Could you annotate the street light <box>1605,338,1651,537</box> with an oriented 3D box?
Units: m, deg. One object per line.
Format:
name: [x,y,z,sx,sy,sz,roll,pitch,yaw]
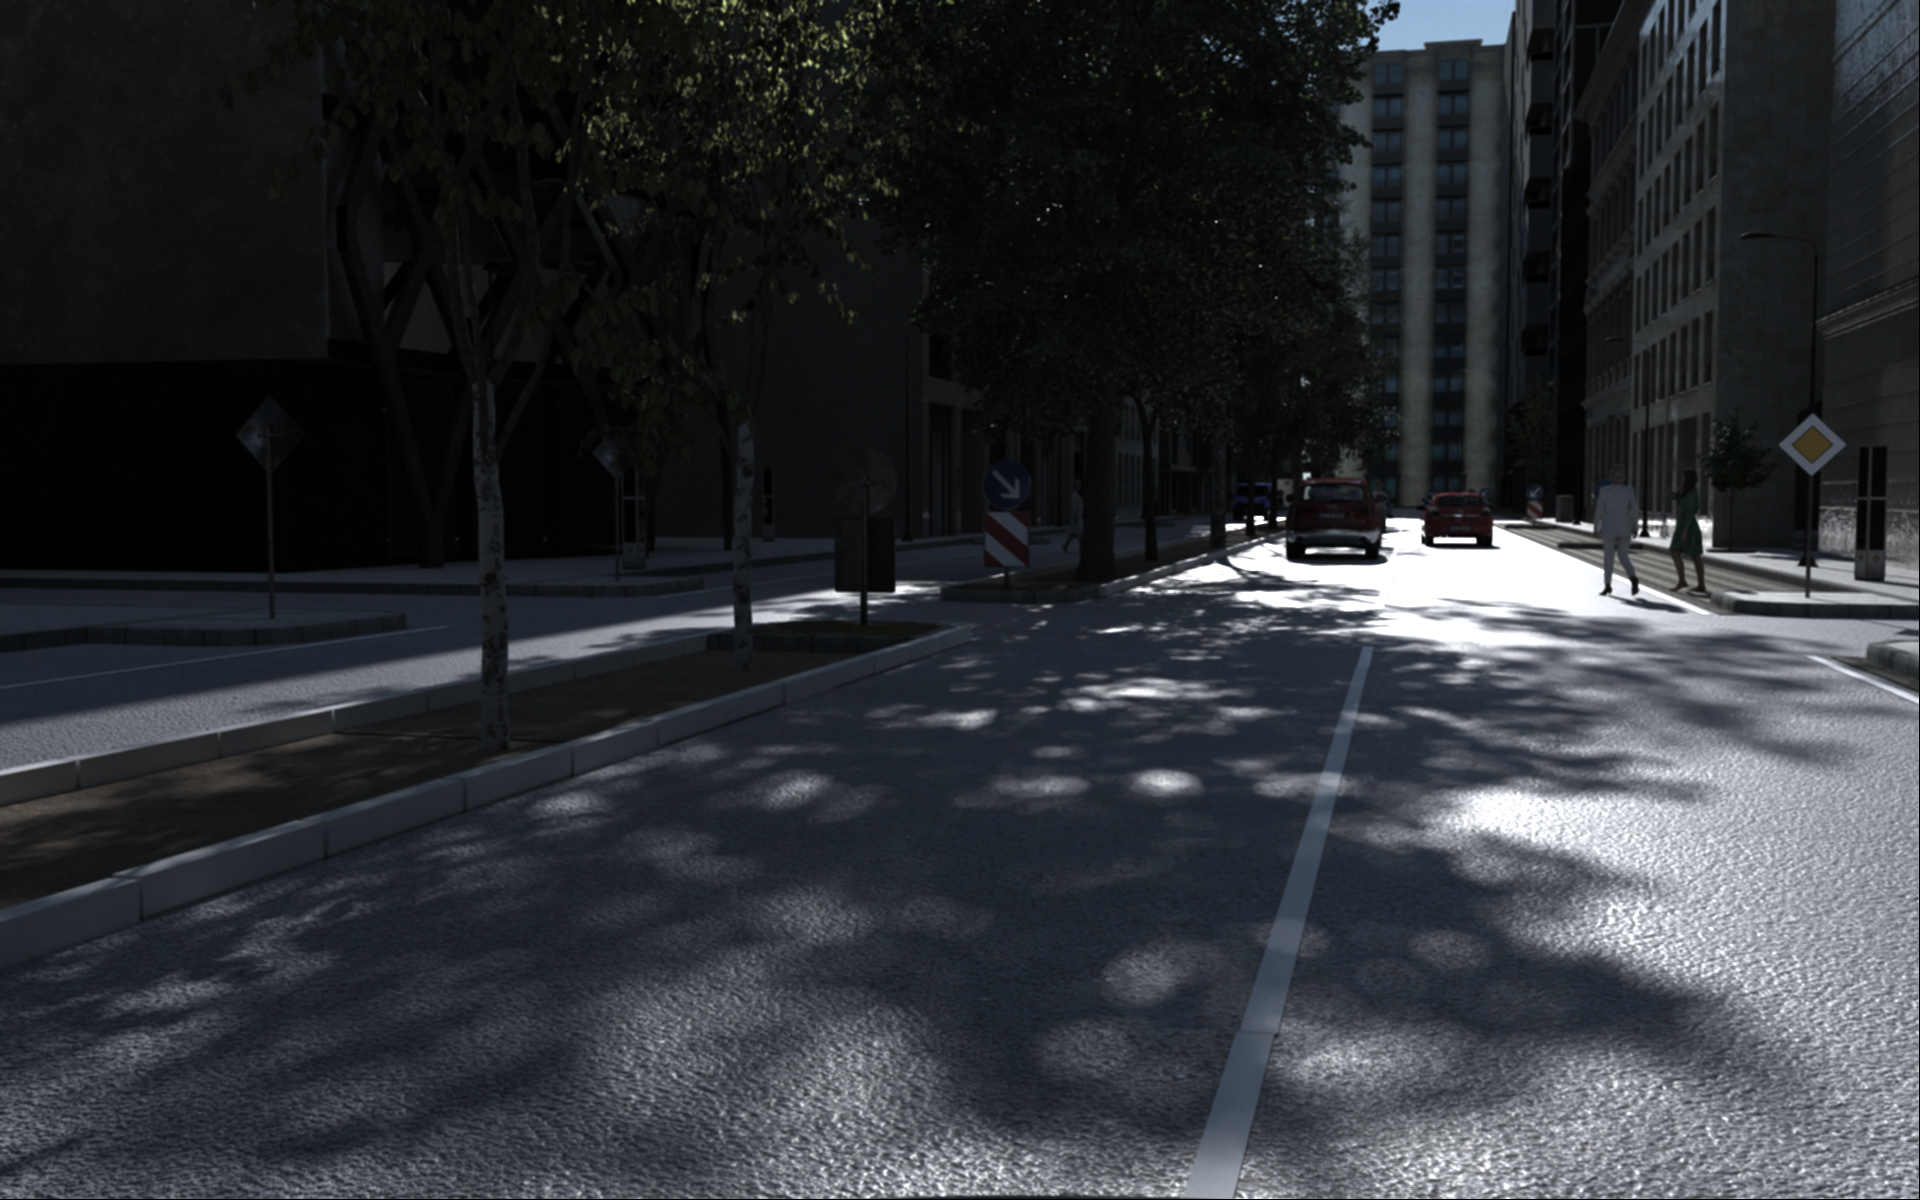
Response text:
street light: [19.883,-4.835,51.588,1.470,5.913,1.316,1,4,15]

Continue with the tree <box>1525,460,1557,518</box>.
tree: [33.064,-6.321,97.958,1.663,3.219,1.824,0,3,0]

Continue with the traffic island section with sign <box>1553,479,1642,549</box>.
traffic island section with sign: [16.848,-2.266,45.672,1.989,1.847,2.006,1,4,15]

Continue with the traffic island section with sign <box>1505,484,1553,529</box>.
traffic island section with sign: [23.644,-3.861,71.760,1.989,1.847,2.006,1,4,15]

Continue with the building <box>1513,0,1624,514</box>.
building: [47.677,-41.198,111.837,20.563,71.187,20.611,1,4,15]

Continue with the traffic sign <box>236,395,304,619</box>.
traffic sign: [-7.049,-0.860,17.699,0.795,2.450,0.064,1,4,15]

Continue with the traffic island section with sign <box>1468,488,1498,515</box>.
traffic island section with sign: [36.269,-6.827,120.242,1.989,1.847,2.006,1,4,15]

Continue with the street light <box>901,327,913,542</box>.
street light: [-0.903,-4.526,46.547,1.470,5.913,1.316,1,4,15]

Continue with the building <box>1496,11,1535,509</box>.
building: [56.672,-31.031,157.473,14.600,45.320,14.200,1,4,15]

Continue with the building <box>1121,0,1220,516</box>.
building: [5.321,-28.139,114.695,22.147,44.769,28.867,1,4,15]

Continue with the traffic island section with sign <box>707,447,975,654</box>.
traffic island section with sign: [-1.098,-0.509,16.459,2.006,1.907,1.989,1,4,15]

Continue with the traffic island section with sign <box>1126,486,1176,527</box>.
traffic island section with sign: [8.383,-4.105,75.744,1.989,1.847,2.006,1,4,15]

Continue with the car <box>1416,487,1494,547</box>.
car: [13.979,-2.434,48.831,2.155,1.783,4.494,1,4,13]

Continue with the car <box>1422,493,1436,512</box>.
car: [31.764,-6.472,115.414,1.945,1.707,3.694,1,4,14]

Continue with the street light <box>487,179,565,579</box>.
street light: [-6.492,-3.258,25.809,1.470,5.913,1.316,1,4,15]

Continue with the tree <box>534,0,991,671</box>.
tree: [-1.703,-3.739,13.948,4.360,8.622,3.978,0,3,0]

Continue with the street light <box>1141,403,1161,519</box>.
street light: [9.908,-7.072,88.160,1.470,5.913,1.316,1,4,15]

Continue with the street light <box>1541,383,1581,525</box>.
street light: [25.330,-6.118,72.563,1.470,5.913,1.316,1,4,15]

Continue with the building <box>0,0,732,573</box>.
building: [-13.819,-10.360,36.832,16.820,18.784,16.811,1,4,15]

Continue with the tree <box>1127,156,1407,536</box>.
tree: [9.964,-8.935,58.921,12.009,13.543,11.850,0,3,0]

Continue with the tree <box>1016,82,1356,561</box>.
tree: [4.188,-6.116,36.874,8.767,10.594,7.601,1,4,15]

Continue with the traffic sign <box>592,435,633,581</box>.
traffic sign: [-5.035,-1.332,25.427,0.795,2.450,0.064,1,4,15]

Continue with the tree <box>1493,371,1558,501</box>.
tree: [34.153,-9.351,103.255,4.737,8.622,4.395,0,3,0]

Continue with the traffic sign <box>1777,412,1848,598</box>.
traffic sign: [10.488,-1.085,21.376,0.795,2.450,0.064,1,4,15]

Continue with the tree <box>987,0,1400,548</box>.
tree: [5.907,-11.518,46.660,12.611,20.169,13.585,0,3,0]

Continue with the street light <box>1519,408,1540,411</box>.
street light: [30.825,-7.387,93.325,1.470,5.913,1.316,1,4,15]

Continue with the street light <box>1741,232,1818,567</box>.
street light: [14.555,-3.562,30.782,1.470,5.913,1.316,1,4,15]

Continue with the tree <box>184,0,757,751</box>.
tree: [-2.617,-3.447,9.183,4.737,8.622,4.395,0,3,0]

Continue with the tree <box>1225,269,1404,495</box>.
tree: [16.147,-9.953,82.199,9.611,12.733,9.660,0,3,0]

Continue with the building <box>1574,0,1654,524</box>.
building: [30.313,-14.057,65.981,11.583,22.565,21.152,1,4,15]

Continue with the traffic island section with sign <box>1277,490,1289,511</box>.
traffic island section with sign: [27.840,-8.672,150.411,1.989,1.847,2.006,1,4,15]

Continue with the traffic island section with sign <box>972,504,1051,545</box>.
traffic island section with sign: [1.530,-2.497,49.451,1.989,1.847,2.006,1,4,15]

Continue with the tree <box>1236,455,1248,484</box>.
tree: [23.200,-9.826,144.373,4.285,4.588,4.351,0,3,0]

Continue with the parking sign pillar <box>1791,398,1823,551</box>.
parking sign pillar: [19.728,-3.110,39.320,1.447,3.967,1.447,3,4,38]

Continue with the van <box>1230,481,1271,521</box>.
van: [16.018,-5.516,94.565,2.240,2.365,5.245,1,4,14]

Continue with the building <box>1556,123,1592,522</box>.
building: [36.097,-15.528,83.564,12.332,23.373,15.834,1,4,15]

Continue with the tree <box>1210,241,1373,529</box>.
tree: [12.911,-8.709,70.597,9.928,11.665,9.643,0,3,0]

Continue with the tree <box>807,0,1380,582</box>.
tree: [2.253,-7.282,28.167,9.857,13.997,8.962,0,3,0]

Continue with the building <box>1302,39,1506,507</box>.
building: [52.364,-34.637,185.920,30.456,49.044,23.786,1,4,15]

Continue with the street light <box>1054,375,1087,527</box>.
street light: [4.398,-5.799,67.360,1.470,5.913,1.316,1,4,15]

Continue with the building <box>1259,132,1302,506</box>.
building: [29.725,-30.825,187.586,14.086,41.232,14.154,1,4,15]

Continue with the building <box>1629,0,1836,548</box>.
building: [25.200,-11.806,47.776,10.420,20.320,16.860,1,4,15]

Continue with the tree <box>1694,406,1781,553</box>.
tree: [16.971,-2.657,38.046,1.663,3.219,1.824,0,3,0]

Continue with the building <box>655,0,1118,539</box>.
building: [-6.075,-16.086,67.522,19.350,26.468,34.151,1,4,15]

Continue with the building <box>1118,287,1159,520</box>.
building: [4.183,-14.483,91.547,10.420,20.320,16.860,1,4,15]

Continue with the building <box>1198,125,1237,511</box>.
building: [13.979,-22.223,135.044,14.160,30.474,14.107,1,4,15]

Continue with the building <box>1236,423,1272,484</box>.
building: [13.878,-19.501,163.880,28.899,21.520,27.650,1,4,15]

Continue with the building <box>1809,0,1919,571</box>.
building: [36.572,-15.024,22.051,44.131,29.872,17.030,1,4,15]

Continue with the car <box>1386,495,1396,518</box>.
car: [25.018,-5.605,103.637,2.014,1.417,4.499,1,4,16]

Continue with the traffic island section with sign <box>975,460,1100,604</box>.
traffic island section with sign: [0.779,-0.947,23.625,2.006,1.907,1.989,1,4,15]

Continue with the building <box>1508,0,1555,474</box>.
building: [57.805,-33.389,135.147,28.713,52.752,27.495,1,4,15]
